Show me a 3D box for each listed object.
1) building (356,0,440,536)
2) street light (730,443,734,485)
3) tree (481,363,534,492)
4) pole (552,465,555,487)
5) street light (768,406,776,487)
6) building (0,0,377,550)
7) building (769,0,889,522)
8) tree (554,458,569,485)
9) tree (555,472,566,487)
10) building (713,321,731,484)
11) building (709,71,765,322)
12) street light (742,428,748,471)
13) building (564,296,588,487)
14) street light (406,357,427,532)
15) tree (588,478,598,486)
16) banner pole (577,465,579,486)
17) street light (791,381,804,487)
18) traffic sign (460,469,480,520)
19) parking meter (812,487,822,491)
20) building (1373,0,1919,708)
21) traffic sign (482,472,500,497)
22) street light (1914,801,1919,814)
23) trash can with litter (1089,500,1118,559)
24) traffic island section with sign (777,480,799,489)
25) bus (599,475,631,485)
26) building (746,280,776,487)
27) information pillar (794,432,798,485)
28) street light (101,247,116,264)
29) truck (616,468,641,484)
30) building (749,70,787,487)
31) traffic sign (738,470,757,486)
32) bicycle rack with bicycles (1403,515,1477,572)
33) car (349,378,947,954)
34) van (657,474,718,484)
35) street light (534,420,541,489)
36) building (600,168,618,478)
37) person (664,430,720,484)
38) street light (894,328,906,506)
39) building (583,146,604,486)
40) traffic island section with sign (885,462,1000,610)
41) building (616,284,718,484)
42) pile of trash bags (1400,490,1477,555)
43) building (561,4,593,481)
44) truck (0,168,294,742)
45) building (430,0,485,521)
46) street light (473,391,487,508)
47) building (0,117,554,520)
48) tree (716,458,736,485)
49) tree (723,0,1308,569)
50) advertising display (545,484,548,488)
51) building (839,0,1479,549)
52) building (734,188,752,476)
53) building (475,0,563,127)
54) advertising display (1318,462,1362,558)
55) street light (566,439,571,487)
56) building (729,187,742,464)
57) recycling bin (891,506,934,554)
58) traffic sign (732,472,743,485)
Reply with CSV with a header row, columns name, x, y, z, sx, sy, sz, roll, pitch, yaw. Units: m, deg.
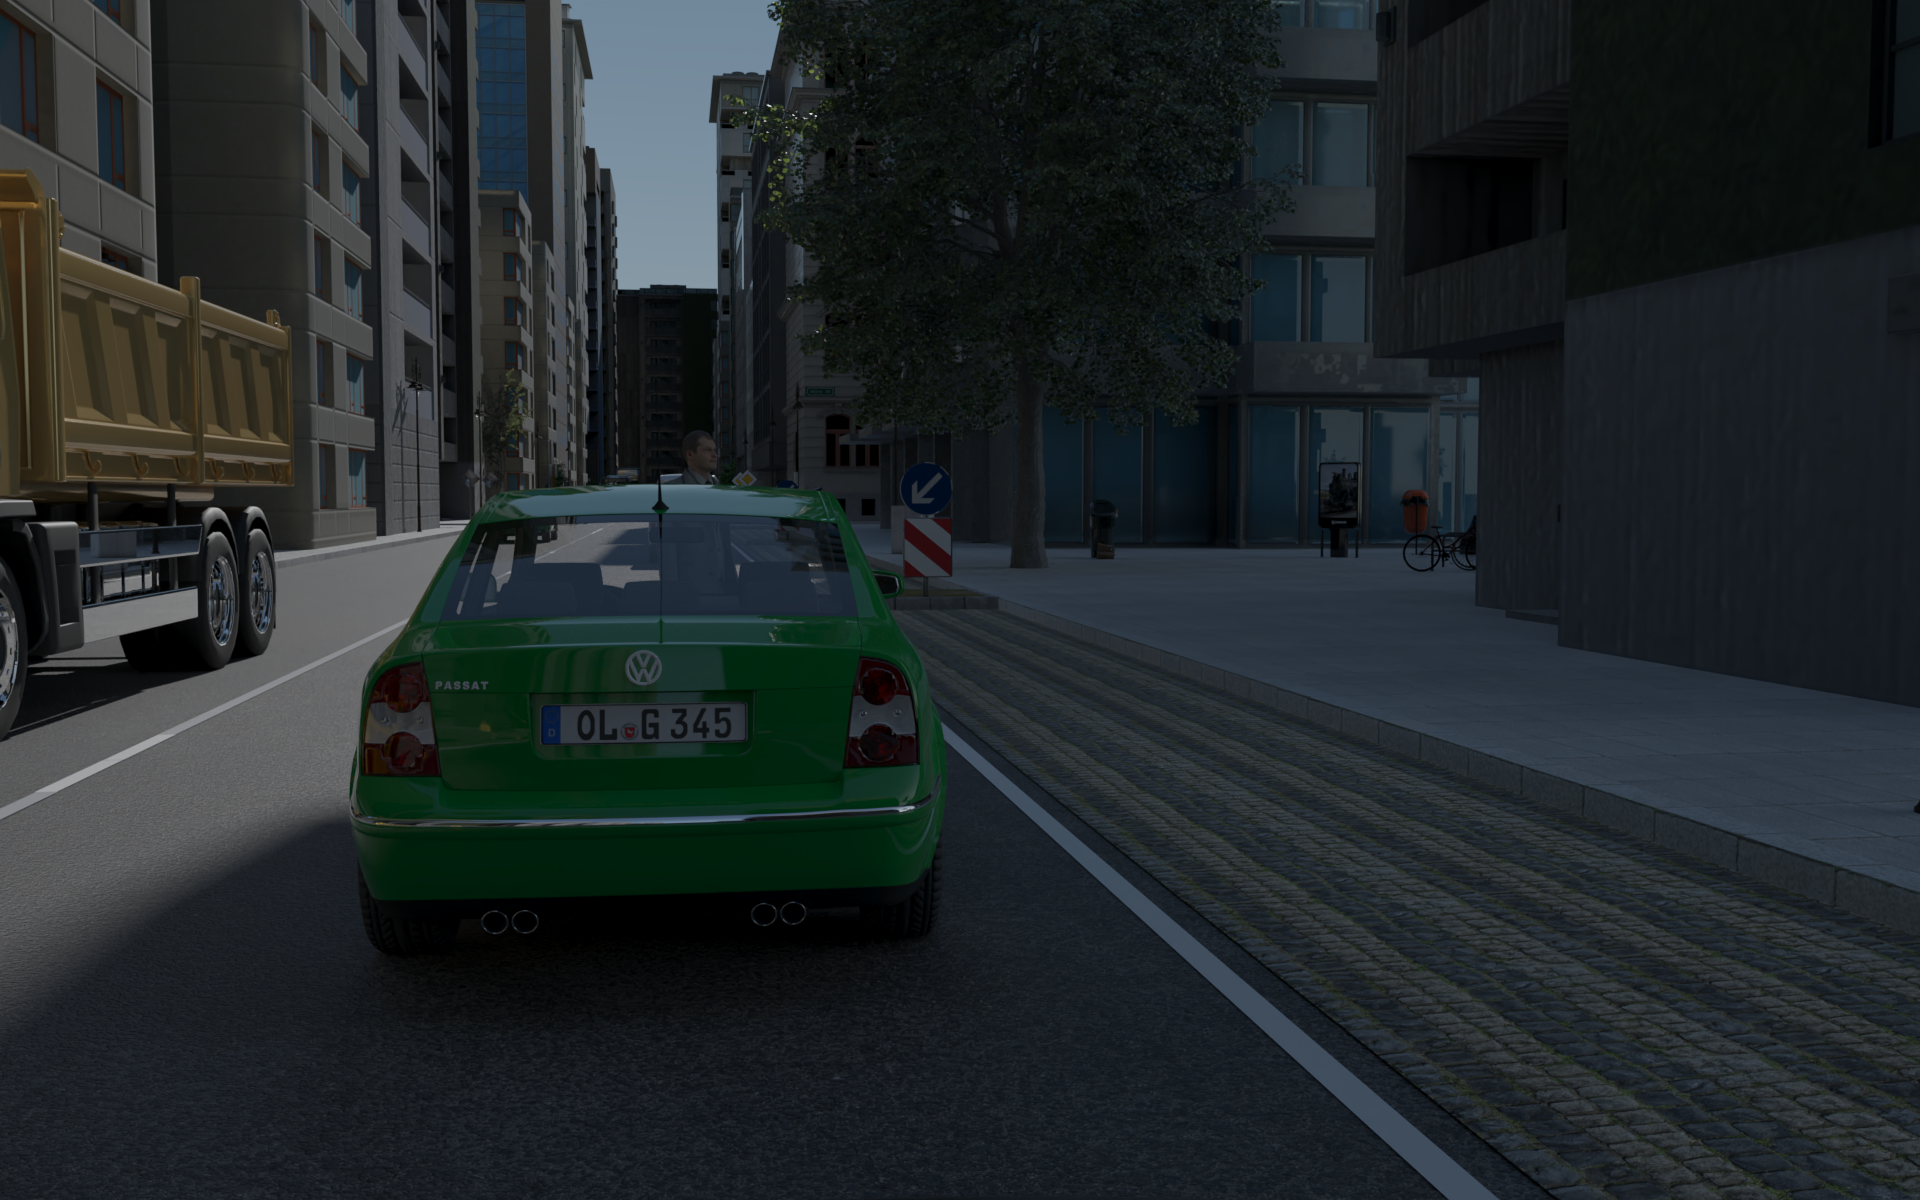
name,x,y,z,sx,sy,sz,roll,pitch,yaw
building,-32.804,-31.509,57.178,28.212,58.520,21.231,-1,4,-9
street light,-20.122,-11.017,152.915,0.468,5.910,1.993,-1,4,-9
tree,-25.810,-8.934,96.438,4.360,8.622,3.978,0,3,0
pole,-28.697,-7.861,122.373,0.158,3.312,0.155,0,3,0
street light,-9.713,-7.152,89.726,0.468,5.910,1.993,-1,4,-9
building,-27.627,-11.394,31.336,27.650,21.520,28.899,-1,4,-9
building,2.699,-18.328,87.057,23.554,28.519,14.401,-1,4,-9
tree,-31.618,-9.122,132.864,4.285,4.588,4.351,0,3,0
tree,-30.409,-8.219,128.984,1.663,3.219,1.824,0,3,0
building,-12.664,-21.045,189.131,27.650,21.520,28.899,-1,4,-9
building,-16.418,-38.355,216.337,28.713,52.752,27.495,-1,4,-9
street light,-14.986,-9.075,121.159,0.468,5.910,1.993,-1,4,-9
building,-50.114,-19.477,163.490,27.650,21.520,28.899,-1,4,-9
street light,-18.288,-5.237,58.415,0.468,5.910,1.993,-1,4,-9
tree,-44.556,-13.283,211.780,1.663,3.219,1.824,0,3,0
banner pole,-32.533,-9.641,147.650,0.401,3.779,0.863,-1,4,-15
street light,-6.659,-6.013,71.106,0.468,5.910,1.993,-1,4,-9
traffic sign,-19.626,-4.022,69.407,0.795,2.450,0.064,-1,4,-9
parking meter,-5.018,-3.202,60.758,0.372,1.533,0.369,0,3,0
building,11.632,-14.996,16.893,14.160,30.474,14.107,-1,4,-9
traffic sign,-20.921,-4.504,77.287,0.795,2.450,0.064,-1,4,-9
street light,3.935,-2.079,6.780,0.468,5.910,1.993,-1,4,-9
trash can with litter,2.913,-1.409,34.422,0.624,1.170,1.055,0,4,-5
traffic island section with sign,-5.012,-2.457,48.805,1.989,1.847,2.006,-1,4,-9
bus,-32.842,-10.452,165.745,2.948,3.499,13.247,-1,4,-10
building,-9.994,-16.606,126.261,10.420,20.320,16.860,-1,4,-9
information pillar,-6.175,-4.517,65.200,0.183,3.616,0.504,-1,4,-15
street light,-13.124,-3.314,26.965,0.468,5.910,1.993,-1,4,-9
truck,-35.960,-12.157,187.674,2.839,4.237,11.283,-1,4,-10
building,-5.126,-19.085,105.554,14.314,27.812,24.014,-1,4,-9
traffic sign,-8.724,-4.130,71.172,0.795,2.450,0.064,-1,4,-9
bicycle rack with bicycles,9.081,-0.959,29.062,2.925,0.926,2.852,1,4,22
car,-1.132,0.119,6.850,1.959,1.807,4.718,0,4,-7
van,-5.903,-1.878,37.718,2.013,2.044,4.112,-1,4,-8
street light,-26.508,-8.321,108.843,0.468,5.910,1.993,-1,4,-9
building,-59.105,-37.874,242.945,21.600,48.544,21.300,-1,4,-9
person,-1.551,-0.109,10.376,0.767,1.812,0.694,2,4,29
street light,-1.451,-4.064,39.227,0.468,5.910,1.993,-1,4,-9
building,-52.579,-34.726,217.881,14.200,45.320,14.600,-1,4,-9
traffic island section with sign,-0.641,-0.830,22.205,1.989,1.847,2.006,-1,4,-9
building,-40.781,-28.770,242.088,14.107,30.474,14.160,-1,4,-9
pile of trash bags,11.038,-1.636,36.496,3.447,1.369,1.912,0,4,8
building,-55.167,-36.758,190.230,28.713,52.752,27.495,-1,4,-9
truck,-6.944,-0.959,11.602,3.469,3.379,9.791,0,4,-8
building,-30.777,-18.997,82.302,14.160,30.474,14.107,-1,4,-9
street light,-21.431,-6.397,77.378,0.468,5.910,1.993,-1,4,-9
building,-41.008,-16.251,110.741,27.650,21.520,28.899,-1,4,-9
tree,-20.364,-10.558,156.343,4.285,4.588,4.351,0,3,0
tree,1.090,-7.527,29.729,9.857,13.997,8.962,0,3,0
advertising display,-26.053,-6.358,109.171,0.123,1.923,0.974,-1,4,-18
building,8.828,-26.527,53.322,23.786,49.044,30.456,-1,4,-9
building,-12.373,-19.976,144.637,12.078,24.808,19.932,-1,4,-9
building,-39.494,-29.972,140.151,14.600,45.320,14.200,-1,4,-9
advertising display,7.684,-1.825,35.053,0.123,1.923,0.974,-3,5,-42
street light,-31.816,-10.274,140.774,0.468,5.910,1.993,-1,4,-9
building,-15.099,-24.139,166.380,14.160,30.474,14.107,-1,4,-9
recycling bin,-1.019,-1.509,37.231,0.722,1.027,0.722,1,4,22
traffic sign,-10.019,-4.612,79.052,0.795,2.450,0.064,-1,4,-9
